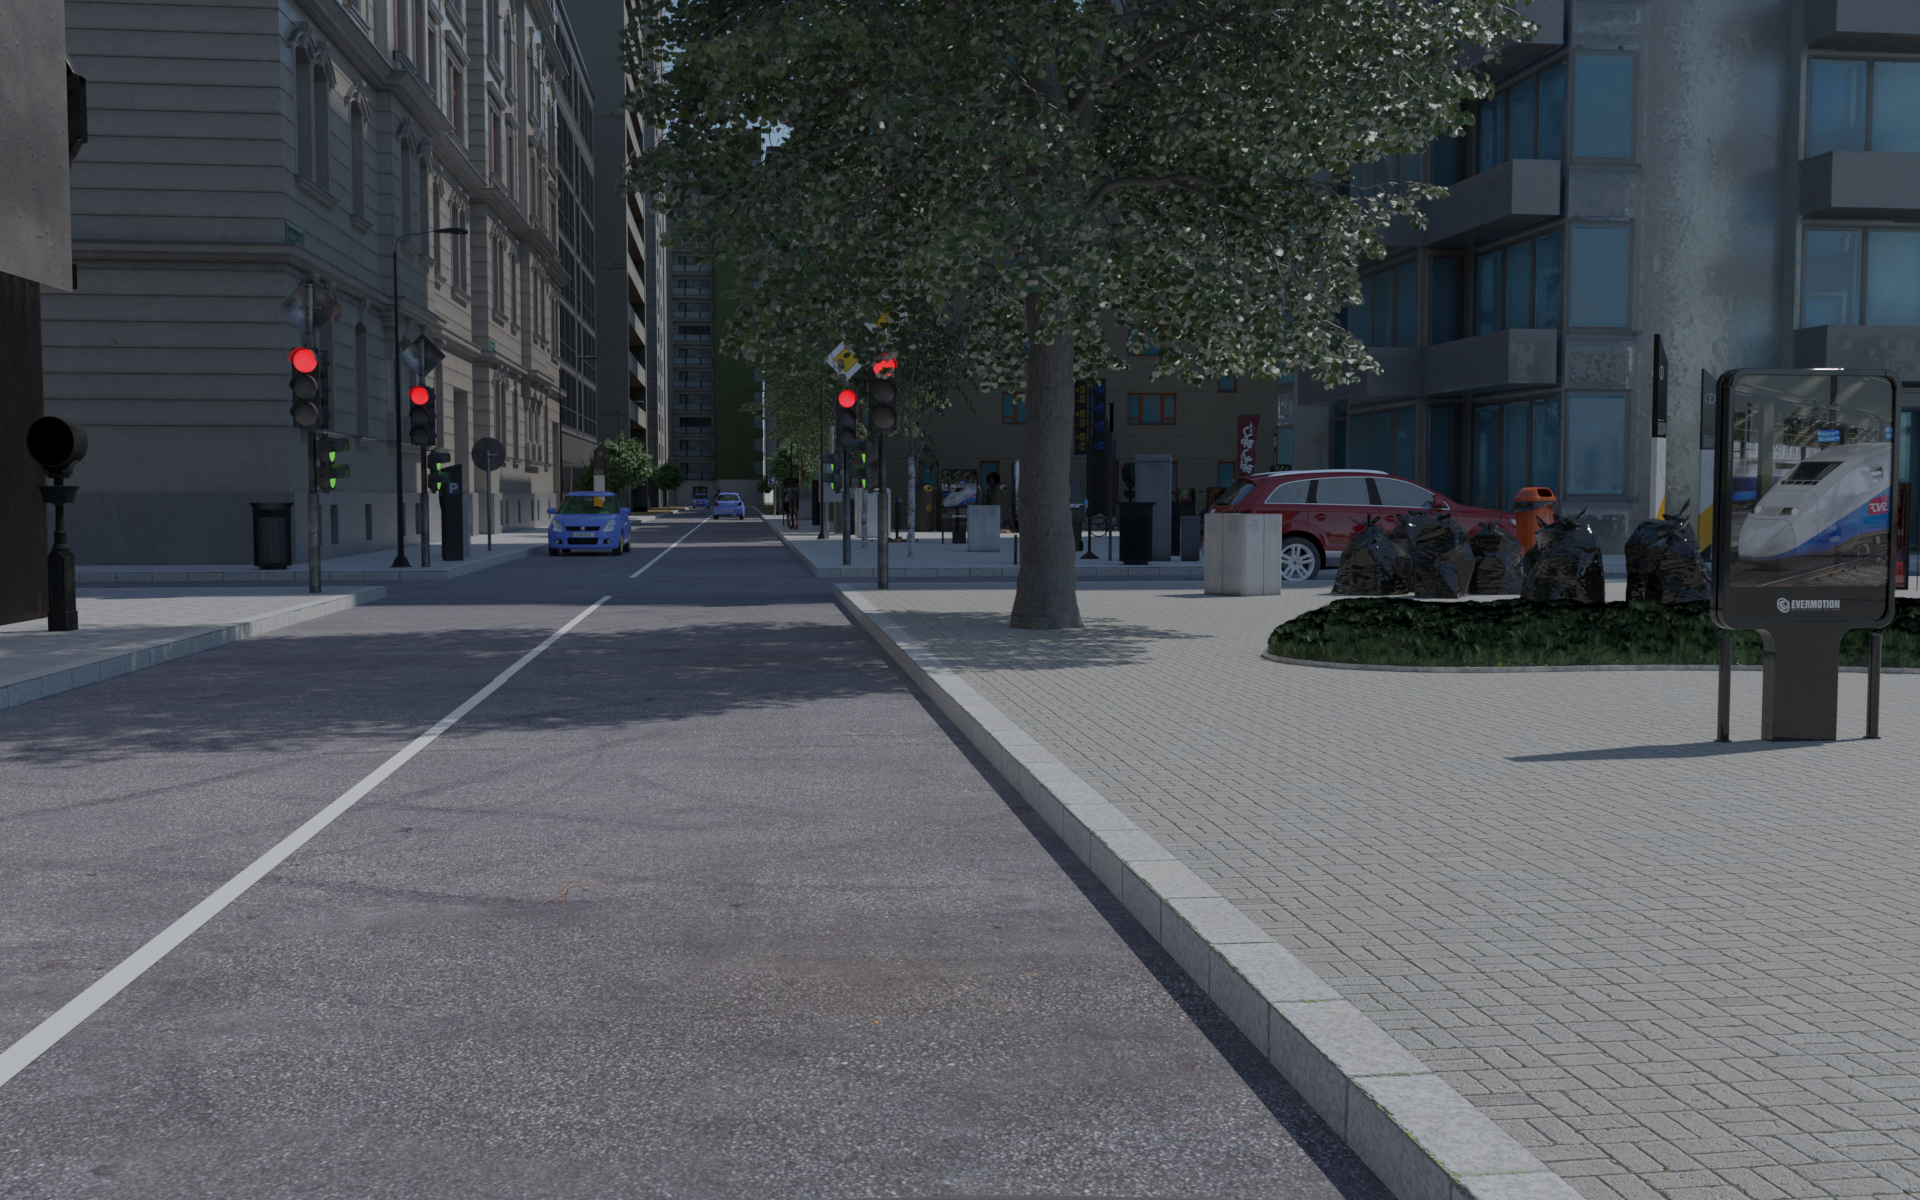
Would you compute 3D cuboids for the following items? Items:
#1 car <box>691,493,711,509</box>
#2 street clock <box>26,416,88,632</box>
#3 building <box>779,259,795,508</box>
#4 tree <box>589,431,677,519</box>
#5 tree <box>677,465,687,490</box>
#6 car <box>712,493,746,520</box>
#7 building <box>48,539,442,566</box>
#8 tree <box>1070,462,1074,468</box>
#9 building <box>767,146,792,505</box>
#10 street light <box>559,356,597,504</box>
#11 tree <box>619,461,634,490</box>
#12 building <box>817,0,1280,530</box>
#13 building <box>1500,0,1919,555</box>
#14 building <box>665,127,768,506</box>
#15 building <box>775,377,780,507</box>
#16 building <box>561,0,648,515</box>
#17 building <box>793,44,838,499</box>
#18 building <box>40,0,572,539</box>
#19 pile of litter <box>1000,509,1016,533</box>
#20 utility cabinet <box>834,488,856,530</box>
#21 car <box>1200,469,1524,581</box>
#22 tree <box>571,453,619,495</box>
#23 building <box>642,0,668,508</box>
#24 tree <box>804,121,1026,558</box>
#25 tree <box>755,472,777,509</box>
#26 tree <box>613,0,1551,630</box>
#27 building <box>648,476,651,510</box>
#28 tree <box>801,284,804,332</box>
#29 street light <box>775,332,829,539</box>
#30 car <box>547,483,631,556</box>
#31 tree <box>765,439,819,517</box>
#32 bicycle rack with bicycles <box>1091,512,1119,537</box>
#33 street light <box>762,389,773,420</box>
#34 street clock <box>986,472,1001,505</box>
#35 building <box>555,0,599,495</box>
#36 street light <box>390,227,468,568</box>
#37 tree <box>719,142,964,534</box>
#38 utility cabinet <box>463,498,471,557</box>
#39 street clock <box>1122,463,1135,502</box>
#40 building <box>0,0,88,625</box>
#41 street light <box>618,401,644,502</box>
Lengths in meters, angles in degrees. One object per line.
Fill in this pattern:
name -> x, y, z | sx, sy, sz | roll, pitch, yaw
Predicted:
car -> -25.614, -9.892, 171.331 | 1.945, 1.707, 3.694 | 0, 4, -7
street clock -> -8.419, -0.711, 16.199 | 0.471, 2.002, 0.358 | 0, 4, 5
building -> -0.007, -17.952, 138.556 | 27.650, 21.520, 28.899 | 0, 4, -7
tree -> -17.427, -6.467, 89.452 | 4.285, 4.588, 4.351 | 0, 3, 0
tree -> -26.100, -10.446, 154.499 | 4.285, 4.588, 4.351 | 0, 3, 0
car -> -13.107, -5.422, 98.236 | 1.945, 1.707, 3.694 | 0, 4, -6
building -> -19.625, -15.501, 40.825 | 14.401, 28.519, 23.554 | 0, 4, -7
tree -> 2.495, -3.427, 50.635 | 1.663, 3.219, 1.824 | 0, 3, 0
building -> -15.333, -31.446, 197.740 | 14.086, 41.232, 14.154 | 0, 4, -7
street light -> -12.898, -5.248, 58.342 | 1.470, 5.913, 1.316 | 0, 4, -7
tree -> -16.780, -5.440, 83.551 | 1.663, 3.219, 1.824 | 0, 3, 0
building -> 8.040, -14.228, 77.670 | 27.650, 21.520, 28.899 | 0, 4, -7
building -> 24.018, -26.067, 45.811 | 30.456, 49.044, 23.786 | 0, 4, -7
building -> -29.324, -31.347, 196.109 | 14.086, 41.232, 14.154 | 0, 4, -7
building -> -3.761, -19.731, 167.637 | 27.650, 21.520, 28.899 | 0, 4, -7
building -> -32.059, -29.952, 113.419 | 21.300, 48.544, 21.600 | 0, 4, -7
building -> -4.075, -21.028, 115.504 | 14.160, 30.474, 14.107 | 0, 4, -7
building -> -22.293, -16.929, 64.186 | 14.401, 28.519, 23.554 | 0, 4, -7
pile of litter -> 1.930, -2.629, 56.956 | 1.719, 0.858, 1.176 | -1, 4, -10
utility cabinet -> -3.882, -3.168, 60.476 | 0.318, 1.500, 1.173 | 3, 5, 43
car -> 6.507, -1.154, 27.542 | 5.304, 1.827, 2.281 | 0, 4, -6
tree -> -17.177, -5.281, 80.946 | 1.663, 3.219, 1.824 | 0, 3, 0
building -> -39.076, -44.511, 166.003 | 20.611, 71.187, 20.563 | 0, 4, -7
tree -> -0.741, -5.162, 34.765 | 4.360, 8.622, 3.978 | 0, 3, 0
tree -> -18.865, -10.602, 167.950 | 1.663, 3.219, 1.824 | 0, 3, 0
tree -> 0.902, -6.711, 16.378 | 9.857, 13.997, 8.962 | 0, 3, 0
building -> -41.187, -27.155, 135.872 | 32.217, 40.220, 23.993 | 0, 4, -7
tree -> -2.083, -5.541, 40.966 | 4.360, 8.622, 3.978 | 0, 3, 0
street light -> -4.446, -4.673, 48.951 | 1.470, 5.913, 1.316 | 0, 4, -7
car -> -8.817, -1.941, 41.326 | 1.945, 1.707, 3.694 | 0, 4, -6
tree -> -9.179, -6.941, 97.192 | 4.285, 4.588, 4.351 | 0, 3, 0
bicycle rack with bicycles -> 5.597, -2.366, 52.059 | 2.925, 0.926, 2.852 | 1, 4, 22
street light -> -8.044, -6.389, 77.005 | 1.470, 5.913, 1.316 | 0, 4, -7
street clock -> 1.069, -3.131, 55.764 | 0.471, 2.002, 0.358 | 0, 4, -1
building -> -26.559, -18.011, 87.988 | 14.314, 27.812, 24.014 | 0, 4, -7
street light -> -9.252, -3.528, 30.220 | 1.470, 5.913, 1.316 | 0, 4, -7
tree -> -3.755, -8.406, 55.567 | 7.486, 12.596, 7.792 | 0, 3, 0
utility cabinet -> -10.193, -1.491, 35.533 | 0.306, 1.237, 1.020 | -1, 4, -13
street clock -> 3.935, -2.166, 39.987 | 0.358, 2.002, 0.471 | 2, 4, 34
building -> -17.116, -8.799, 11.320 | 16.811, 18.784, 16.820 | 0, 4, -7
street light -> -16.492, -6.978, 86.629 | 1.470, 5.913, 1.316 | 0, 4, -7
